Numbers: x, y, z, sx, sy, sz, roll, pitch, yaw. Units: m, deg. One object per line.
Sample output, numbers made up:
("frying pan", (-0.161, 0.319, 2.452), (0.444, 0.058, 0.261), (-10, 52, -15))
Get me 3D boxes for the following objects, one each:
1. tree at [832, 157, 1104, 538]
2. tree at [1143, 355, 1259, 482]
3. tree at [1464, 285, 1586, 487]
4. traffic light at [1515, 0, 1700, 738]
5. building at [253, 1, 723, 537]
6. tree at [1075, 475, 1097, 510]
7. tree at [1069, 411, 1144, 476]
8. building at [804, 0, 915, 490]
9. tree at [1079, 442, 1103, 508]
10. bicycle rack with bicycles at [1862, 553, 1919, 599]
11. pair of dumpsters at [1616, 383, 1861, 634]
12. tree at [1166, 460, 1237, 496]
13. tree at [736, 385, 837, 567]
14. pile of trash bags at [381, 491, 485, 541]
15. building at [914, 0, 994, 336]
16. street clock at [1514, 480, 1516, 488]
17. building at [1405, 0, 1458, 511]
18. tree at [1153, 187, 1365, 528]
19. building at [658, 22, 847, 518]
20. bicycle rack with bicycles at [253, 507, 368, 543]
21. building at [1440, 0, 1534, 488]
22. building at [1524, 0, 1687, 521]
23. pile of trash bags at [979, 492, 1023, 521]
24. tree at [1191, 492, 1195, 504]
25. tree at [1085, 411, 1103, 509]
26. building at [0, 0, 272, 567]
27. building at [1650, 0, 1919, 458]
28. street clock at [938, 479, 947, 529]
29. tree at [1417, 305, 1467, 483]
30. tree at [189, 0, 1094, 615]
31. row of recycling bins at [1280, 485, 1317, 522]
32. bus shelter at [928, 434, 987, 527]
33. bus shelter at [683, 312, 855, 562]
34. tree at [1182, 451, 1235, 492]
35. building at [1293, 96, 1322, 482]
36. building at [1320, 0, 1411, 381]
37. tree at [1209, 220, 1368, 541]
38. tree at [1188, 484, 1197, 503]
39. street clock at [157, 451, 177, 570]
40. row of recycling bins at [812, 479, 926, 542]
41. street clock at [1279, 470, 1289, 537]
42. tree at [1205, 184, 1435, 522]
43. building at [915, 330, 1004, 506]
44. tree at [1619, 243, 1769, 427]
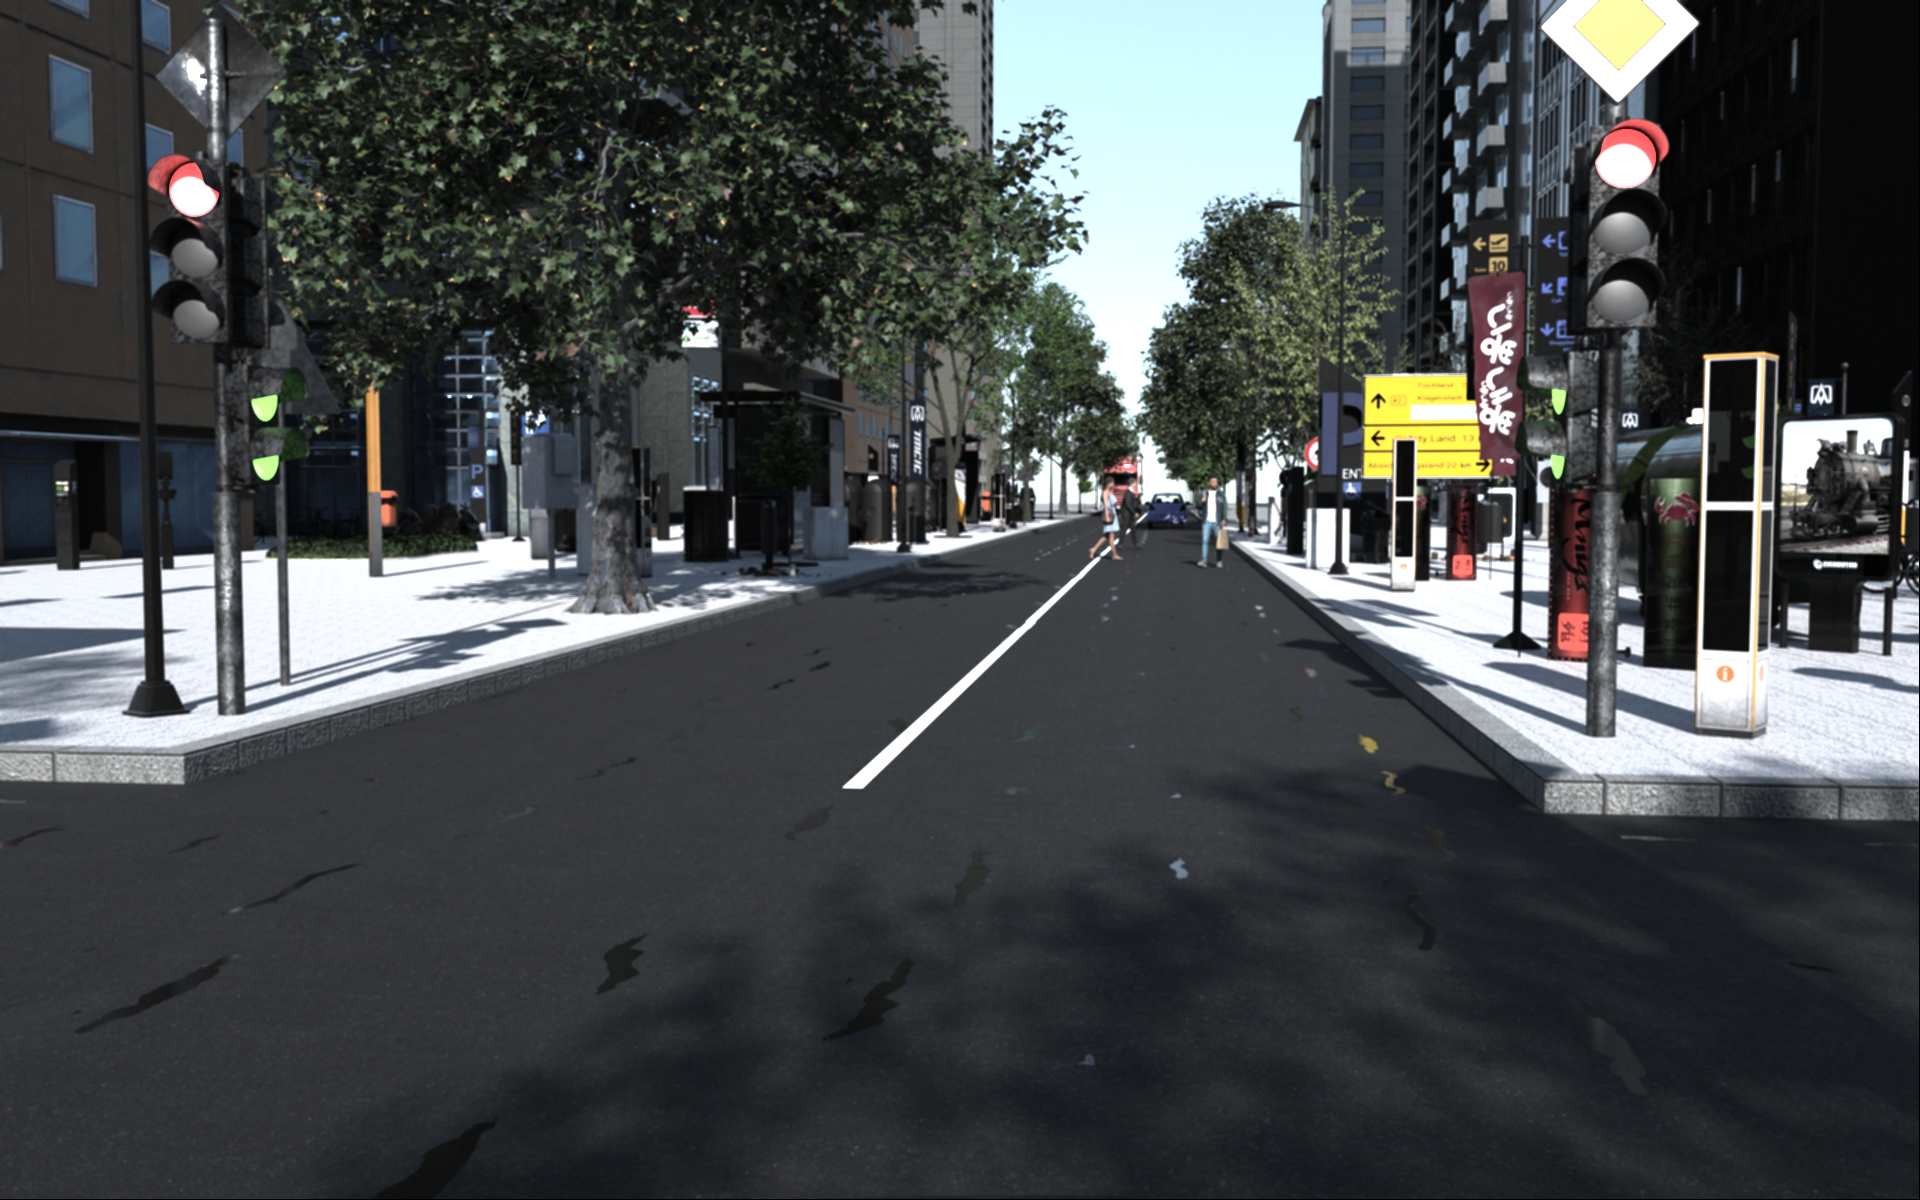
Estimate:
("tree", (-0.199, -7.655, 50.919), (9.928, 11.665, 9.643), (0, 3, 0))
("tree", (19.442, -14.152, 138.037), (9.857, 13.997, 8.962), (0, 3, 0))
("tree", (19.696, -6.657, 59.210), (4.737, 8.622, 4.395), (0, 3, 0))
("traffic light", (3.381, -1.233, 9.079), (0.839, 4.253, 0.868), (0, 4, 7))
("building", (-21.985, -46.061, 65.762), (22.319, 86.520, 31.000), (0, 4, 7))
("tree", (9.887, -8.724, 137.238), (1.663, 3.219, 1.824), (0, 3, 0))
("tree", (14.944, -14.959, 178.996), (8.767, 10.594, 7.601), (1, 4, 13))
("building", (-11.443, -29.719, 136.009), (14.600, 45.320, 14.200), (0, 4, 7))
("tree", (12.899, -12.796, 159.571), (4.360, 8.622, 3.978), (0, 3, 0))
("bicycle rack with bicycles", (12.619, -0.492, 21.428), (2.925, 0.926, 2.852), (3, 5, 41))
("pair of dumpsters", (7.387, -0.888, 17.012), (1.574, 2.255, 4.437), (0, 4, 7))
("tree", (24.203, -15.778, 176.101), (7.486, 12.596, 7.792), (0, 3, 0))
("tree", (-3.075, -2.229, 31.039), (1.663, 3.219, 1.824), (0, 3, 0))
("pile of trash bags", (-14.197, -2.200, 45.730), (1.912, 1.369, 3.447), (1, 4, 18))
("building", (-4.127, -47.935, 221.987), (20.563, 71.187, 20.611), (0, 4, 7))
("street clock", (26.198, -4.751, 82.249), (0.471, 2.002, 0.358), (1, 4, 19))
("building", (43.237, -42.284, 129.600), (20.563, 71.187, 20.611), (0, 4, 7))
("tree", (10.791, -9.052, 65.010), (9.611, 12.733, 9.660), (0, 3, 0))
("building", (-22.319, -31.293, 100.873), (28.713, 52.752, 27.495), (0, 4, 7))
("bicycle rack with bicycles", (-16.890, -1.957, 45.373), (2.925, 0.926, 2.852), (1, 4, 18))
("building", (41.779, -29.652, 104.422), (23.786, 49.044, 30.456), (0, 4, 7))
("building", (31.706, -15.499, 71.430), (12.078, 24.808, 19.932), (0, 4, 7))
("pile of trash bags", (1.767, -4.396, 81.627), (1.912, 1.369, 3.447), (1, 4, 21))
("tree", (31.396, -18.758, 232.455), (9.928, 11.665, 9.643), (0, 3, 0))
("tree", (12.448, -12.390, 152.940), (4.737, 8.622, 4.395), (0, 3, 0))
("building", (-23.252, -23.351, 31.901), (14.600, 45.320, 14.200), (0, 4, 7))
("building", (30.015, -13.678, 53.311), (12.332, 23.373, 15.834), (0, 4, 7))
("street clock", (-0.584, -3.620, 63.756), (0.358, 2.002, 0.471), (2, 4, 34))
("tree", (19.978, -7.234, 68.637), (4.360, 8.622, 3.978), (0, 3, 0))
("tree", (-3.733, -6.219, 18.691), (9.611, 12.733, 9.660), (0, 3, 0))
("row of recycling bins", (15.864, -4.469, 80.187), (1.069, 1.692, 3.534), (2, 4, 35))
("bus shelter", (-0.053, -4.889, 71.225), (1.731, 3.624, 6.357), (0, 4, 7))
("bus shelter", (-4.093, -3.610, 36.651), (2.179, 5.291, 8.768), (0, 4, 7))
("tree", (16.166, -7.844, 111.967), (4.285, 4.588, 4.351), (0, 3, 0))
("building", (58.455, -38.849, 224.421), (28.713, 52.752, 27.495), (0, 4, 7))
("building", (51.587, -40.036, 196.587), (21.231, 58.520, 28.212), (0, 4, 7))
("tree", (9.090, -5.946, 47.584), (4.360, 8.622, 3.978), (0, 3, 0))
("tree", (12.362, -7.808, 78.021), (4.737, 8.622, 4.395), (0, 3, 0))
("street clock", (-13.493, -1.521, 29.444), (0.358, 2.002, 0.471), (-2, 4, -24))
("row of recycling bins", (-2.571, -2.423, 46.733), (3.534, 1.692, 1.069), (1, 4, 21))
("street clock", (9.691, -2.855, 51.243), (0.471, 2.002, 0.358), (-1, 4, -22))
("tree", (8.249, -5.514, 40.509), (4.737, 8.622, 4.395), (0, 3, 0))
("building", (-10.061, -21.669, 199.327), (27.650, 21.520, 28.899), (0, 4, 7))
("tree", (21.000, -6.131, 50.605), (4.360, 8.622, 3.978), (0, 3, 0))
